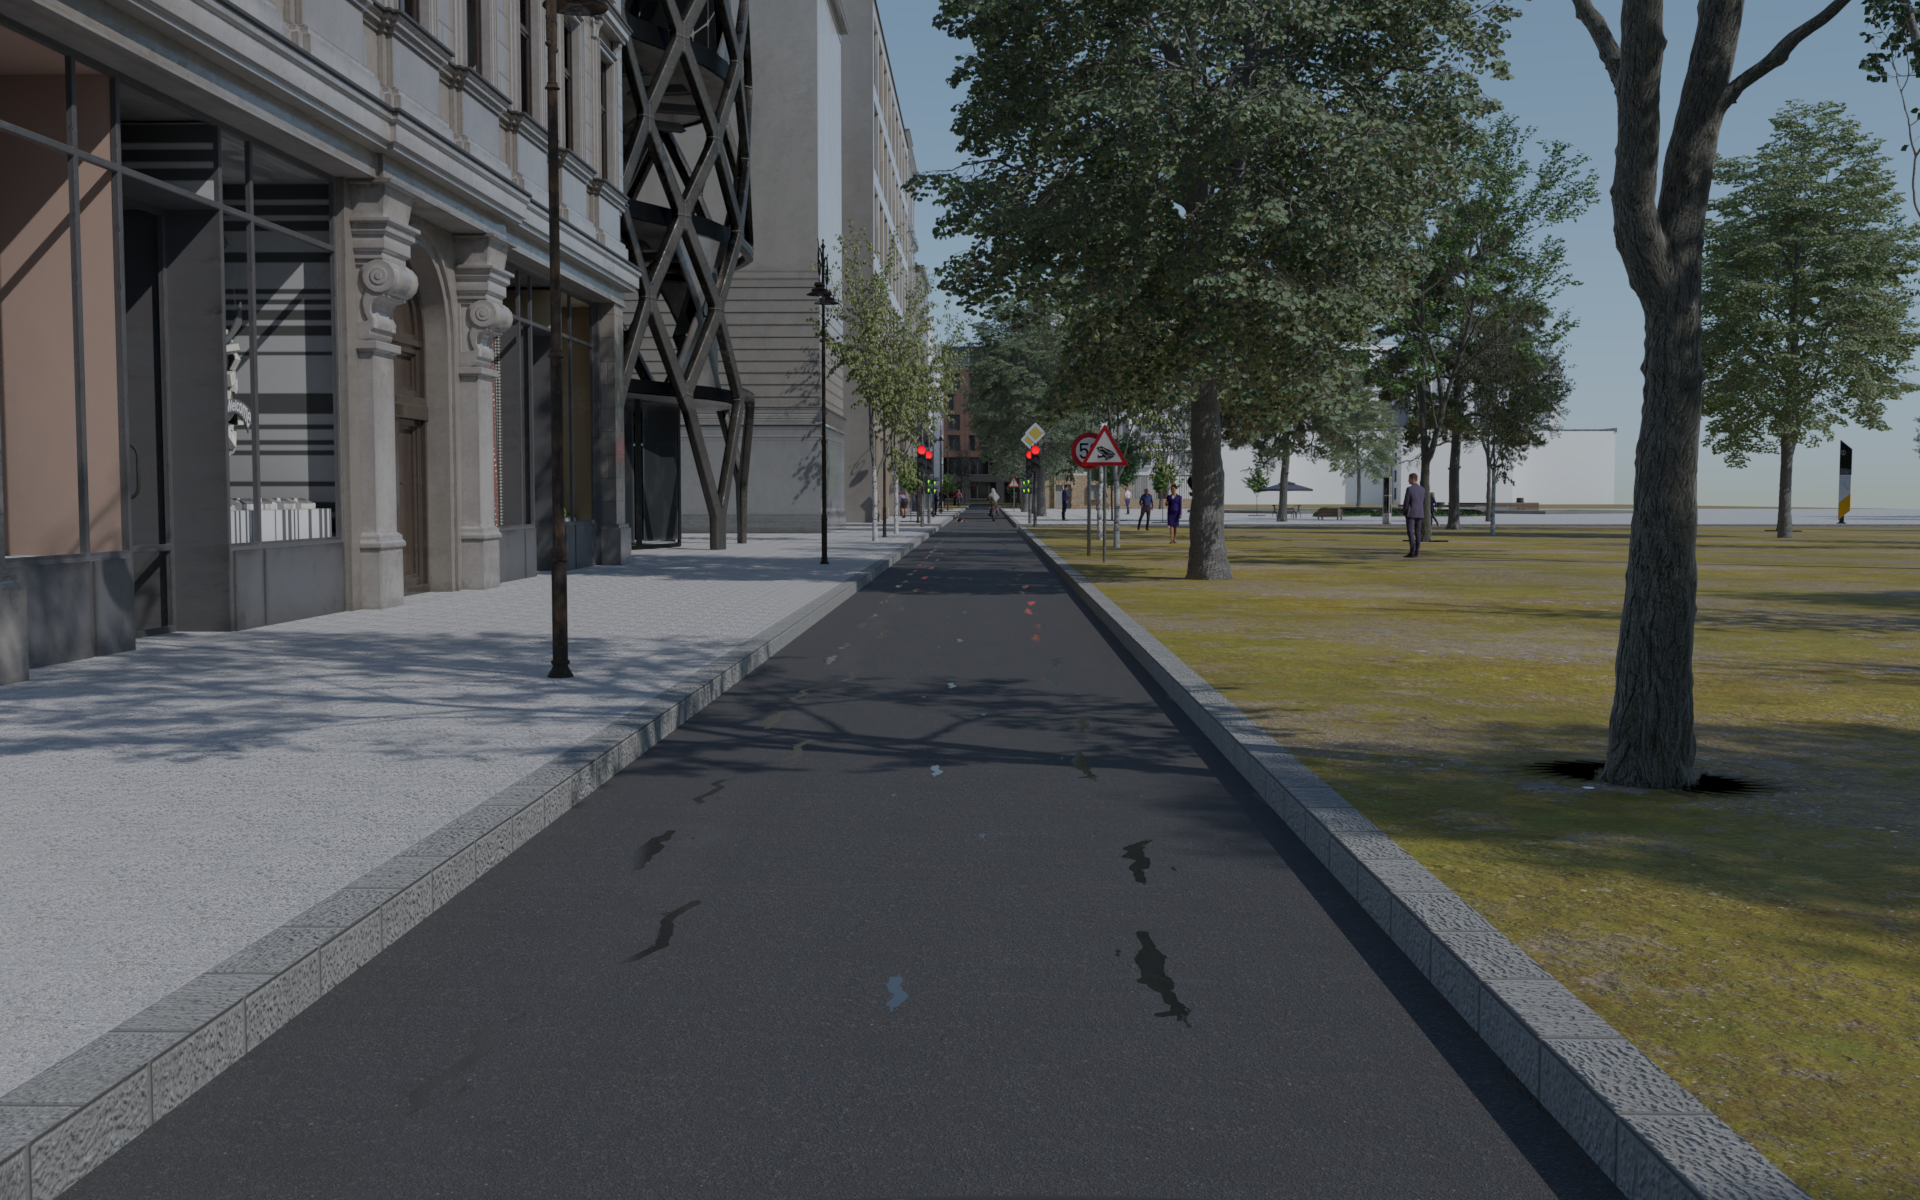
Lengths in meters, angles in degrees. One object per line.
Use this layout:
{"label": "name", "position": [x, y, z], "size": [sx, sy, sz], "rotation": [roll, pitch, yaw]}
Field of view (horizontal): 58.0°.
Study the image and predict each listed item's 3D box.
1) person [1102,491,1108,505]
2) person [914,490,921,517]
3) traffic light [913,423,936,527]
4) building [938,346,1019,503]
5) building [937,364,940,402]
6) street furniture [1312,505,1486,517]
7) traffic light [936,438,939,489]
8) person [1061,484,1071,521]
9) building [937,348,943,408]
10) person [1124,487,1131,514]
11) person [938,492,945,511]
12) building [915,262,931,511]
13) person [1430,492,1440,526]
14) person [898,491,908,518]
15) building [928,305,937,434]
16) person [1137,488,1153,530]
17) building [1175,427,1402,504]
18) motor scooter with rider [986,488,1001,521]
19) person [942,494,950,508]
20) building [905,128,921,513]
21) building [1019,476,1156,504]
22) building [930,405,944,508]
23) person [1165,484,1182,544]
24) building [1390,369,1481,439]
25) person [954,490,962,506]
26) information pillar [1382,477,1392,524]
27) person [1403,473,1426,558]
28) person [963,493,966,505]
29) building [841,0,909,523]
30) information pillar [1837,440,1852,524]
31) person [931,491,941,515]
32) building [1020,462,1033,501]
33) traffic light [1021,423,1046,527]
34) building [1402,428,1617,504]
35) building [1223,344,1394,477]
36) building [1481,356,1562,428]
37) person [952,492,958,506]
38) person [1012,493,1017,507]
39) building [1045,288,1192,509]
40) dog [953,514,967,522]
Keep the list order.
{"label": "person", "position": [9.499, -6.601, 114.667], "size": [0.576, 1.737, 0.504], "rotation": [-2, 4, -26]}
{"label": "person", "position": [-2.320, -5.533, 97.192], "size": [0.565, 1.739, 0.600], "rotation": [3, 5, 41]}
{"label": "traffic light", "position": [-1.458, -4.780, 67.392], "size": [0.839, 4.213, 0.868], "rotation": [0, 4, 1]}
{"label": "building", "position": [10.019, -24.810, 249.611], "size": [32.646, 21.610, 27.936], "rotation": [0, 4, 1]}
{"label": "building", "position": [-10.268, -20.781, 196.195], "size": [16.016, 20.091, 11.380], "rotation": [0, 4, 1]}
{"label": "street furniture", "position": [24.622, -5.052, 98.222], "size": [10.072, 0.657, 5.734], "rotation": [0, 4, -5]}
{"label": "traffic light", "position": [-1.337, -5.268, 75.376], "size": [0.839, 4.213, 0.868], "rotation": [0, 4, 1]}
{"label": "person", "position": [5.060, -4.635, 82.535], "size": [0.504, 1.737, 0.576], "rotation": [-1, 4, -9]}
{"label": "building", "position": [-18.019, -21.405, 216.433], "size": [31.486, 18.905, 16.747], "rotation": [0, 4, 1]}
{"label": "person", "position": [10.500, -6.248, 109.131], "size": [0.756, 1.711, 0.436], "rotation": [-3, 5, -43]}
{"label": "person", "position": [-1.381, -7.533, 130.035], "size": [0.431, 1.722, 0.655], "rotation": [1, 4, 22]}
{"label": "building", "position": [-7.443, -17.786, 139.957], "size": [9.793, 20.994, 18.267], "rotation": [0, 4, 1]}
{"label": "person", "position": [19.543, -3.702, 71.571], "size": [0.613, 1.512, 0.480], "rotation": [-2, 4, -35]}
{"label": "person", "position": [-3.075, -5.099, 92.649], "size": [0.421, 1.427, 0.697], "rotation": [-3, 5, -42]}
{"label": "building", "position": [-10.449, -18.358, 156.572], "size": [16.016, 20.091, 11.380], "rotation": [0, 4, 1]}
{"label": "person", "position": [6.512, -3.209, 61.204], "size": [0.574, 1.496, 0.600], "rotation": [1, 4, 18]}
{"label": "building", "position": [40.698, -17.019, 220.404], "size": [28.070, 9.664, 9.099], "rotation": [0, 4, 1]}
{"label": "motor scooter with rider", "position": [1.806, -5.030, 91.211], "size": [0.876, 1.779, 1.986], "rotation": [0, 4, 1]}
{"label": "person", "position": [-1.570, -9.427, 160.877], "size": [1.217, 1.736, 0.721], "rotation": [0, 4, -5]}
{"label": "building", "position": [-9.682, -20.470, 120.596], "size": [13.634, 28.700, 20.117], "rotation": [0, 4, 1]}
{"label": "building", "position": [15.850, -20.950, 208.989], "size": [16.747, 18.905, 31.486], "rotation": [0, 4, 1]}
{"label": "building", "position": [-6.141, -14.335, 176.518], "size": [9.099, 9.664, 28.070], "rotation": [0, 4, 1]}
{"label": "person", "position": [5.525, -2.226, 44.811], "size": [0.453, 1.535, 0.546], "rotation": [0, 4, -2]}
{"label": "building", "position": [64.670, -23.664, 243.332], "size": [11.380, 20.091, 16.016], "rotation": [0, 4, 1]}
{"label": "person", "position": [-0.187, -10.603, 180.119], "size": [0.721, 1.743, 1.217], "rotation": [-3, 5, -41]}
{"label": "information pillar", "position": [18.308, -4.266, 74.242], "size": [0.304, 2.012, 0.304], "rotation": [2, 4, 31]}
{"label": "person", "position": [9.210, -1.722, 35.118], "size": [0.541, 1.710, 0.530], "rotation": [-1, 4, -15]}
{"label": "person", "position": [0.448, -12.041, 206.142], "size": [0.599, 1.433, 0.991], "rotation": [0, 4, 2]}
{"label": "building", "position": [-13.165, -17.682, 93.615], "size": [19.350, 26.468, 34.151], "rotation": [0, 4, 1]}
{"label": "information pillar", "position": [38.016, -5.080, 74.408], "size": [0.504, 3.616, 0.183], "rotation": [3, 5, 41]}
{"label": "person", "position": [-1.409, -5.822, 103.928], "size": [0.600, 1.496, 0.574], "rotation": [2, 4, 24]}
{"label": "building", "position": [10.984, -14.512, 179.414], "size": [9.099, 9.664, 28.070], "rotation": [0, 4, 1]}
{"label": "traffic light", "position": [2.903, -4.777, 67.342], "size": [0.839, 4.213, 0.868], "rotation": [0, 4, 1]}
{"label": "building", "position": [68.913, -16.985, 219.856], "size": [28.070, 9.664, 9.099], "rotation": [0, 4, 1]}
{"label": "building", "position": [42.664, -24.789, 249.274], "size": [32.646, 21.610, 27.936], "rotation": [0, 4, 1]}
{"label": "building", "position": [76.381, -23.643, 242.989], "size": [11.380, 20.091, 16.016], "rotation": [0, 4, 1]}
{"label": "person", "position": [-0.556, -11.419, 192.706], "size": [0.705, 1.831, 1.348], "rotation": [-3, 4, -39]}
{"label": "person", "position": [5.631, -10.442, 176.766], "size": [0.705, 1.824, 1.348], "rotation": [1, 4, 20]}
{"label": "building", "position": [14.848, -18.456, 158.173], "size": [16.016, 20.091, 11.380], "rotation": [0, 4, 1]}
{"label": "dog", "position": [-0.006, -4.196, 88.799], "size": [0.550, 0.427, 0.748], "rotation": [-2, 4, -34]}
